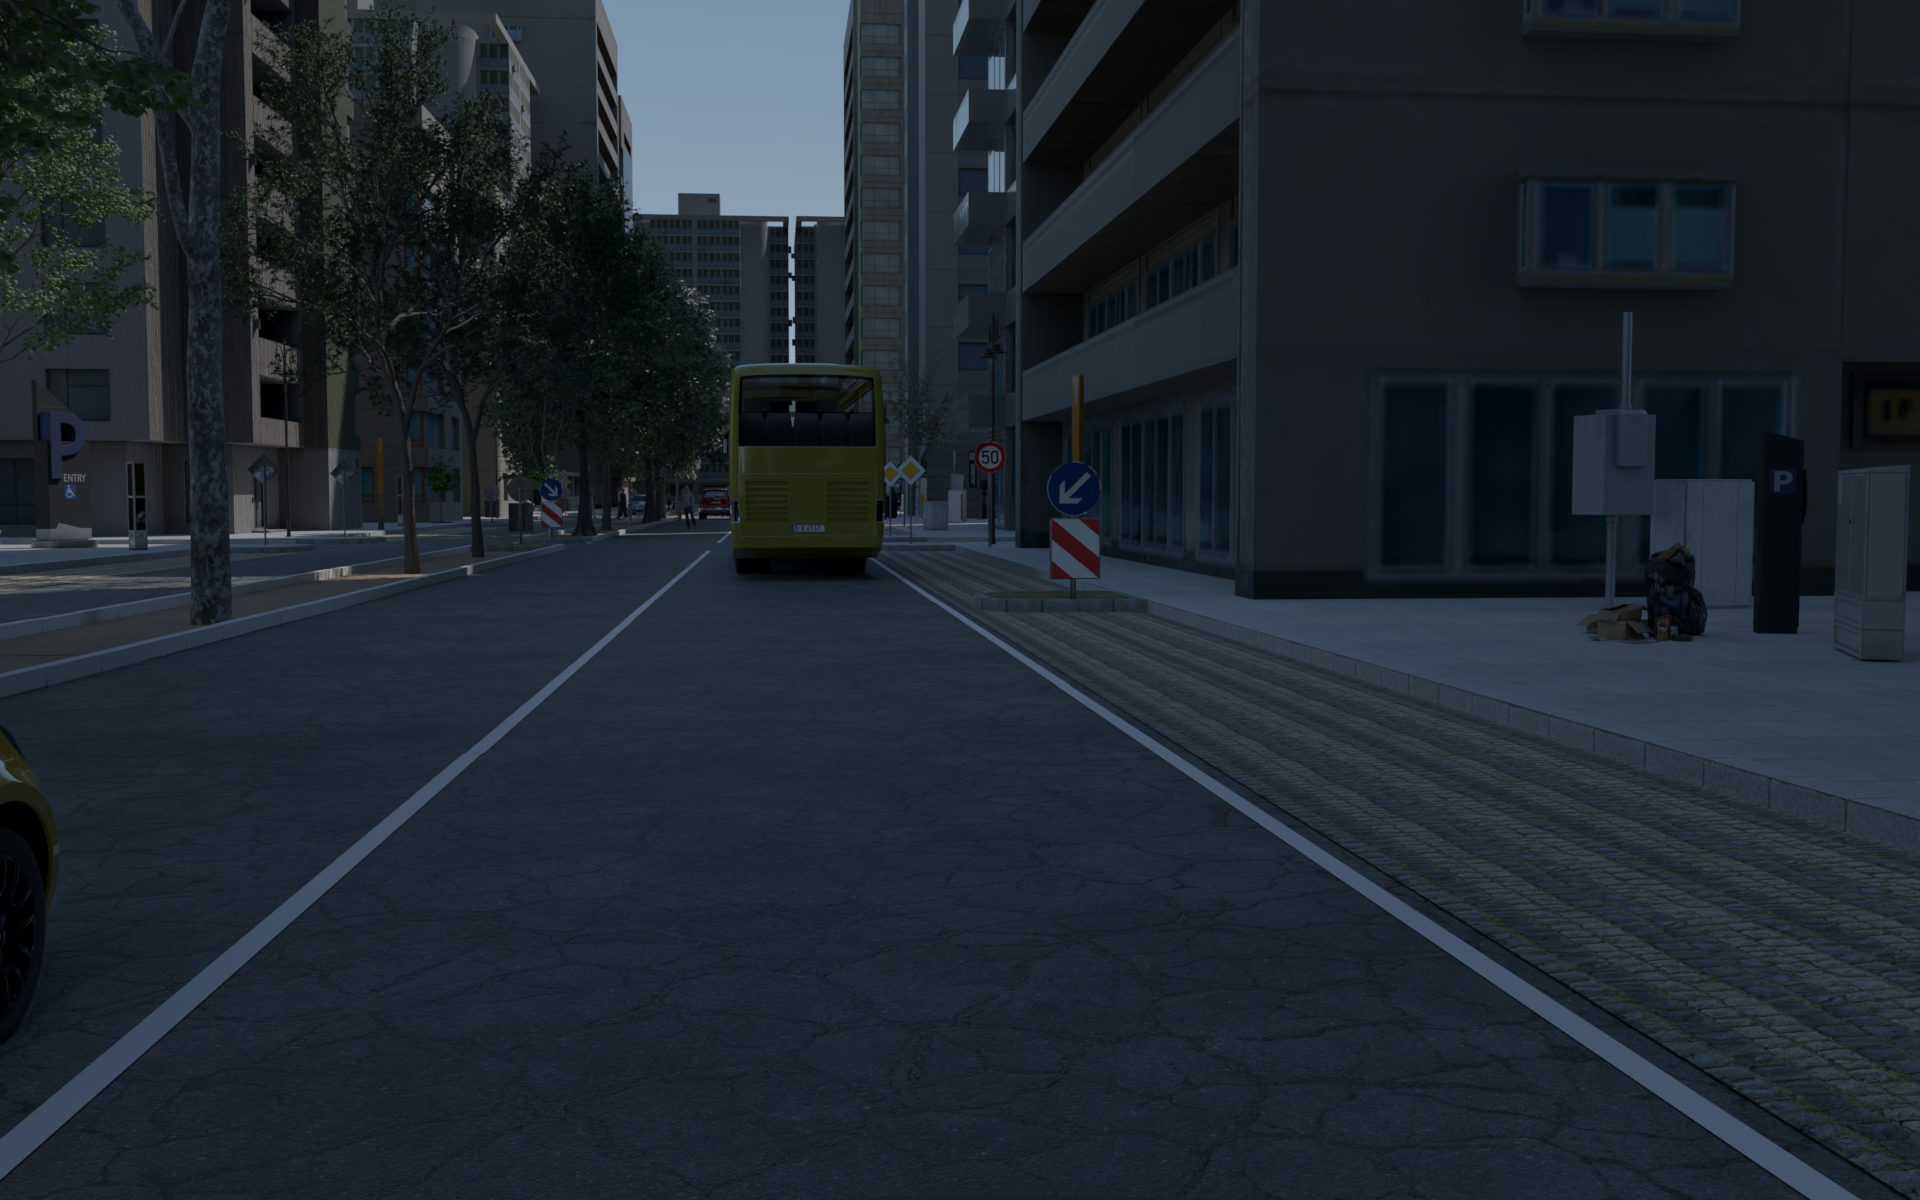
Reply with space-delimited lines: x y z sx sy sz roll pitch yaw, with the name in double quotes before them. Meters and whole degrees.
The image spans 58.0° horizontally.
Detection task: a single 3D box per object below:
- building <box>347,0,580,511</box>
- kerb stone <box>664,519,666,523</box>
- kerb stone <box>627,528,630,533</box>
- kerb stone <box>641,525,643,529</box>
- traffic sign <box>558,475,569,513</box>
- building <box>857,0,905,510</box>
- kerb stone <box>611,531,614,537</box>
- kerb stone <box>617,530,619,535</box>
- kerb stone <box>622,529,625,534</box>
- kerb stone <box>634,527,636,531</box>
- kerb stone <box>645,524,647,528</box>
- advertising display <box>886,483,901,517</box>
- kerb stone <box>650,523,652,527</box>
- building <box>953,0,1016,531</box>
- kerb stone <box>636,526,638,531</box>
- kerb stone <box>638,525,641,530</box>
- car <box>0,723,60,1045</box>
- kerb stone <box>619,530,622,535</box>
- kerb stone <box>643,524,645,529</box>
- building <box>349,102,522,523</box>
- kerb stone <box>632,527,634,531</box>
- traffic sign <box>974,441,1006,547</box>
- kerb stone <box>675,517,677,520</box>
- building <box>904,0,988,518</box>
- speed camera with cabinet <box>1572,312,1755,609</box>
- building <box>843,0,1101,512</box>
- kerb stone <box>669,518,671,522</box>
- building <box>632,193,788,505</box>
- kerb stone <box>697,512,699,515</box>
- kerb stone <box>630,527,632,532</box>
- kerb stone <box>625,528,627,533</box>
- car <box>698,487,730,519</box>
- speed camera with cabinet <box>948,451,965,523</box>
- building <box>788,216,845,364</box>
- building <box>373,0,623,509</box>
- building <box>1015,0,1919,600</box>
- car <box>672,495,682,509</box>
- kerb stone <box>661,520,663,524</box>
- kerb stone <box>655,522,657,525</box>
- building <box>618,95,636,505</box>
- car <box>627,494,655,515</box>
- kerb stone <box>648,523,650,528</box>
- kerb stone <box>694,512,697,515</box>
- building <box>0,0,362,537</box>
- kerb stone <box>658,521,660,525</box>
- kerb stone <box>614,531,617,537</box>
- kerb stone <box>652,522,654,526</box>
"building" -46.680 -27.099 134.954 32.217 40.220 23.993 0 4 -6
"kerb stone" -14.364 -3.732 83.250 0.120 0.150 1.000 0 4 -6
"kerb stone" -12.189 -2.488 62.875 0.120 0.150 1.000 0 4 -6
"kerb stone" -12.838 -2.858 68.987 0.120 0.150 1.000 0 4 -6
"traffic sign" -26.891 -7.171 117.351 0.768 2.556 0.104 0 4 2
"building" -1.461 -28.097 142.976 14.154 41.232 14.086 0 4 -6
"kerb stone" -11.537 -2.111 56.766 0.120 0.150 1.000 0 4 -6
"kerb stone" -11.757 -2.239 58.805 0.120 0.150 1.000 0 4 -6
"kerb stone" -11.970 -2.359 60.838 0.120 0.150 1.000 0 4 -6
"kerb stone" -12.523 -2.673 65.933 0.120 0.150 1.000 0 4 -6
"kerb stone" -13.056 -2.980 71.020 0.120 0.150 1.000 0 4 -6
"advertising display" -3.765 -5.654 97.653 0.974 1.923 0.123 1 4 23
"kerb stone" -13.382 -3.168 74.073 0.120 0.150 1.000 0 4 -6
"building" 14.929 -27.243 65.032 30.456 49.044 23.786 0 4 -6
"kerb stone" -12.632 -2.735 66.951 0.120 0.150 1.000 0 4 -6
"kerb stone" -12.728 -2.800 67.968 0.120 0.150 1.000 0 4 -6
"car" -3.209 0.429 3.214 2.015 1.641 3.980 0 4 -5
"kerb stone" -11.863 -2.301 59.821 0.120 0.150 1.000 0 4 -6
"kerb stone" -12.953 -2.924 70.002 0.120 0.150 1.000 0 4 -6
"building" -39.083 -14.979 89.939 27.650 21.520 28.899 0 4 -6
"kerb stone" -12.412 -2.613 64.917 0.120 0.150 1.000 0 4 -6
"traffic sign" 0.727 -2.554 41.863 0.768 2.556 0.104 0 4 3
"kerb stone" -15.348 -4.290 92.420 0.120 0.150 1.000 0 4 -6
"building" 7.138 -34.386 104.216 21.231 58.520 28.212 0 4 -6
"speed camera with cabinet" 7.855 -1.528 19.319 2.038 3.252 0.660 -1 4 -18
"building" 0.306 -32.880 161.284 21.300 48.544 21.600 0 4 -6
"kerb stone" -14.800 -3.984 87.326 0.120 0.150 1.000 0 4 -6
"building" -33.982 -32.695 226.444 23.993 40.220 32.217 0 4 -6
"kerb stone" -18.611 -6.164 122.992 0.120 0.150 1.000 0 4 -6
"kerb stone" -12.300 -2.551 63.901 0.120 0.150 1.000 0 4 -6
"kerb stone" -12.081 -2.426 61.854 0.120 0.150 1.000 0 4 -6
"car" -13.947 -5.571 99.758 2.281 1.827 5.304 0 4 -5
"speed camera with cabinet" -0.148 -5.126 78.147 0.660 3.252 2.038 0 4 6
"building" -10.069 -32.819 228.464 23.993 40.220 32.217 0 4 -6
"building" -42.926 -32.728 158.806 21.300 48.544 21.600 0 4 -6
"building" 13.039 -24.916 31.084 21.300 48.544 21.600 0 4 -6
"car" -26.938 -9.508 168.040 1.945 1.354 3.894 0 4 -4
"kerb stone" -14.151 -3.610 81.217 0.120 0.150 1.000 0 4 -6
"kerb stone" -13.714 -3.359 77.131 0.120 0.150 1.000 0 4 -6
"building" -43.612 -33.051 190.491 14.200 45.320 14.600 0 4 -6
"car" -21.964 -6.600 119.915 2.014 1.417 4.499 0 4 -5
"kerb stone" -13.272 -3.111 73.056 0.120 0.150 1.000 0 4 -6
"kerb stone" -17.854 -5.729 115.860 0.120 0.150 1.000 0 4 -6
"building" -28.713 -17.426 56.616 14.160 30.474 14.107 0 4 -6
"kerb stone" -13.934 -3.486 79.184 0.120 0.150 1.000 0 4 -6
"kerb stone" -11.643 -2.174 57.789 0.120 0.150 1.000 0 4 -6
"kerb stone" -13.493 -3.233 75.093 0.120 0.150 1.000 0 4 -6
